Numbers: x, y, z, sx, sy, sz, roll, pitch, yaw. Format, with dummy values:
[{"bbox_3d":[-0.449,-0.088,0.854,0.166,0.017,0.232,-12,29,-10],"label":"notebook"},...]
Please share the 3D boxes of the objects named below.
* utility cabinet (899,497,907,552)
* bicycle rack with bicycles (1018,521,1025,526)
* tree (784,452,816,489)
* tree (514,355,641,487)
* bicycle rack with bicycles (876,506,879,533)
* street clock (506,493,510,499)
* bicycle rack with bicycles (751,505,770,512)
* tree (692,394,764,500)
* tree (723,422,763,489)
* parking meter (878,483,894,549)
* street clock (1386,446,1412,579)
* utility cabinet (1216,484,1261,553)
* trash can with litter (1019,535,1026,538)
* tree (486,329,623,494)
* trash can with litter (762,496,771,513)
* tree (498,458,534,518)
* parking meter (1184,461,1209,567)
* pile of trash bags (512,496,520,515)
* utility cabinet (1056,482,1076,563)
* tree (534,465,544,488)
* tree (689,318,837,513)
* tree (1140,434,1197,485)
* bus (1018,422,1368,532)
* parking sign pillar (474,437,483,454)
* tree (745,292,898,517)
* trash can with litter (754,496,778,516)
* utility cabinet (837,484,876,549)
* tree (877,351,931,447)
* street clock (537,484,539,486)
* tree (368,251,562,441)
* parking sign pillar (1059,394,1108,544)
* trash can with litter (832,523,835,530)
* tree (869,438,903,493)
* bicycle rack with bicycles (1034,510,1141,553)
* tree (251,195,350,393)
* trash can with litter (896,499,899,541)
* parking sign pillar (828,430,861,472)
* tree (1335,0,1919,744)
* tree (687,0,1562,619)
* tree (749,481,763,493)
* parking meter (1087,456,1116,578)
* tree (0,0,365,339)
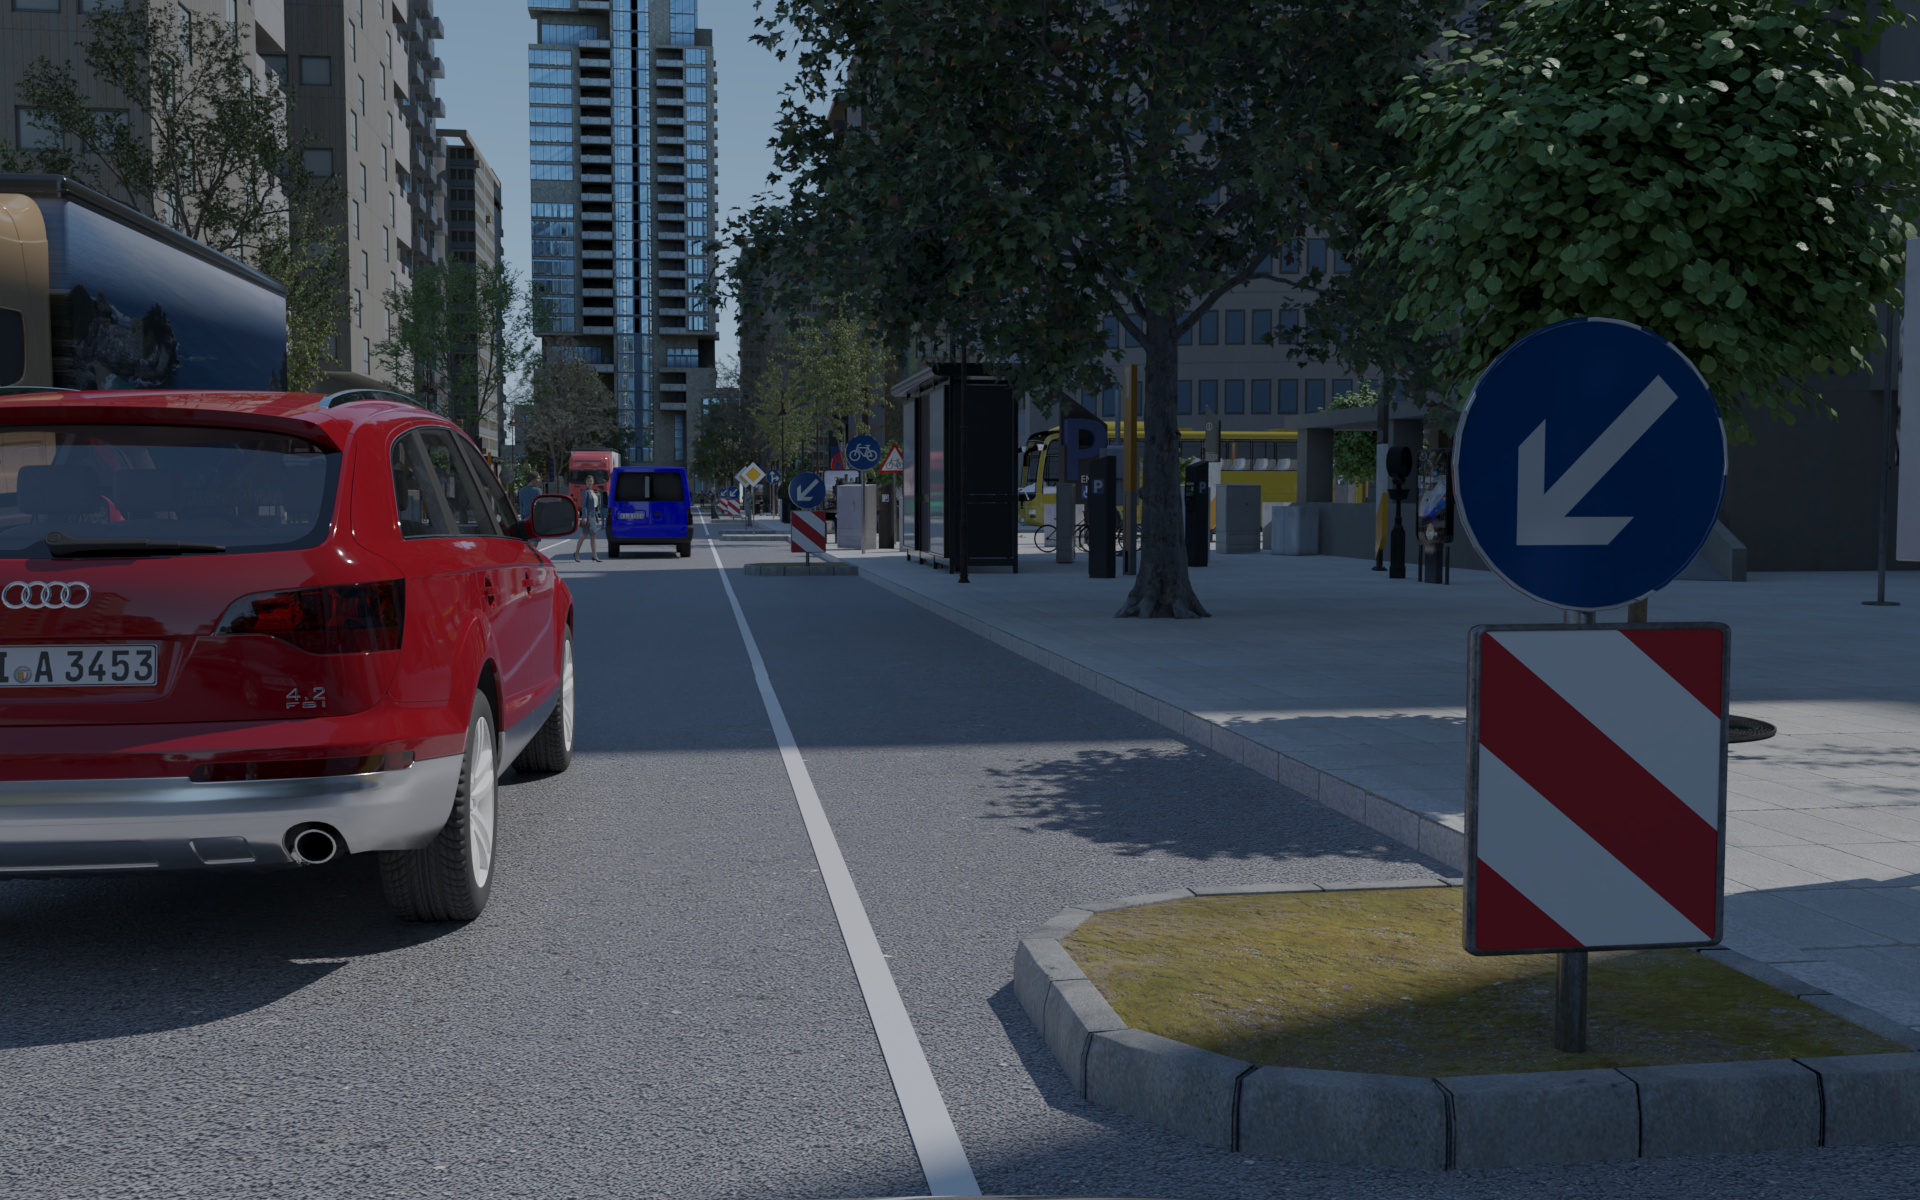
[{"bbox_3d":[-0.926,-1.683,38.676,0.306,1.237,1.020,3,4,38],"label":"utility cabinet"},{"bbox_3d":[3.134,-3.454,69.861,2.925,0.926,2.852,1,4,15],"label":"bicycle rack with bicycles"},{"bbox_3d":[-6.466,-4.773,72.645,1.663,3.219,1.824,0,3,0],"label":"tree"},{"bbox_3d":[-31.558,-13.718,141.290,9.611,12.733,9.660,0,3,0],"label":"tree"},{"bbox_3d":[-1.726,-2.493,54.136,2.852,0.926,2.925,-1,4,-18],"label":"bicycle rack with bicycles"},{"bbox_3d":[-28.517,-6.418,109.502,0.358,2.002,0.471,2,4,27],"label":"street clock"},{"bbox_3d":[-14.303,-6.936,126.787,2.852,0.926,2.925,2,4,27],"label":"bicycle rack with bicycles"},{"bbox_3d":[-23.278,-15.310,176.078,9.928,11.665,9.643,0,3,0],"label":"tree"},{"bbox_3d":[-20.808,-13.280,167.497,4.360,8.622,3.978,0,3,0],"label":"tree"},{"bbox_3d":[-1.729,-1.972,40.655,0.372,1.533,0.369,0,3,0],"label":"parking meter"},{"bbox_3d":[6.653,-1.328,26.281,0.358,2.002,0.471,3,4,38],"label":"street clock"},{"bbox_3d":[6.023,-1.757,37.403,1.173,1.500,0.318,-3,5,-42],"label":"utility cabinet"},{"bbox_3d":[1.185,-2.477,51.563,1.678,1.210,2.233,-2,4,-26],"label":"trash can with litter"},{"bbox_3d":[-29.964,-13.339,128.457,12.009,13.543,11.850,0,3,0],"label":"tree"},{"bbox_3d":[-13.092,-6.565,118.731,1.055,1.170,0.624,2,4,34],"label":"trash can with litter"},{"bbox_3d":[-24.101,-6.047,93.464,1.663,3.219,1.824,0,3,0],"label":"tree"},{"bbox_3d":[4.168,-1.518,30.535,0.399,1.863,0.255,-3,5,-39],"label":"parking meter"},{"bbox_3d":[-27.754,-5.918,106.519,1.912,1.369,3.447,3,4,38],"label":"pile of trash bags"},{"bbox_3d":[1.999,-1.456,32.492,0.318,1.500,1.173,0,4,7],"label":"utility cabinet"},{"bbox_3d":[-24.407,-6.285,97.369,1.663,3.219,1.824,0,3,0],"label":"tree"},{"bbox_3d":[-13.584,-12.842,120.343,12.009,13.543,11.850,0,3,0],"label":"tree"},{"bbox_3d":[5.677,-3.199,46.907,1.663,3.219,1.824,0,3,0],"label":"tree"},{"bbox_3d":[7.878,-4.180,59.894,12.252,3.916,2.896,-1,4,-10],"label":"bus"},{"bbox_3d":[-23.029,-5.671,81.185,1.447,3.967,1.447,-1,4,-13],"label":"parking sign pillar"},{"bbox_3d":[-3.378,-6.064,49.503,4.737,8.622,4.395,0,3,0],"label":"tree"},{"bbox_3d":[-11.015,-5.511,101.164,2.233,1.210,1.678,-1,4,-22],"label":"trash can with litter"},{"bbox_3d":[-2.406,-1.922,40.107,0.318,1.500,1.173,-3,4,-38],"label":"utility cabinet"},{"bbox_3d":[-2.273,-8.292,85.942,4.360,8.622,3.978,0,3,0],"label":"tree"},{"bbox_3d":[-25.149,-5.988,102.469,0.471,2.002,0.358,0,4,-4],"label":"street clock"},{"bbox_3d":[-20.956,-9.019,73.215,9.928,11.665,9.643,0,3,0],"label":"tree"},{"bbox_3d":[3.256,-3.463,45.092,1.447,3.967,1.447,-1,4,-16],"label":"parking sign pillar"},{"bbox_3d":[-4.372,-3.153,62.603,1.678,1.210,2.233,1,4,13],"label":"trash can with litter"},{"bbox_3d":[-3.821,-7.168,100.915,4.285,4.588,4.351,0,3,0],"label":"tree"},{"bbox_3d":[3.376,-1.531,38.410,2.925,0.926,2.852,1,4,21],"label":"bicycle rack with bicycles"},{"bbox_3d":[-16.871,-5.645,42.652,4.737,8.622,4.395,0,3,0],"label":"tree"},{"bbox_3d":[-1.562,-2.162,46.739,0.624,1.170,1.055,3,5,44],"label":"trash can with litter"},{"bbox_3d":[-4.711,-5.041,70.888,1.447,3.967,1.447,-1,4,-14],"label":"parking sign pillar"},{"bbox_3d":[3.646,-1.575,9.471,4.285,4.588,4.351,0,3,0],"label":"tree"},{"bbox_3d":[2.010,-6.168,17.853,9.611,12.733,9.660,0,3,0],"label":"tree"},{"bbox_3d":[-17.320,-9.184,144.757,1.663,3.219,1.824,0,3,0],"label":"tree"},{"bbox_3d":[2.166,-1.269,26.463,0.399,1.863,0.255,3,4,38],"label":"parking meter"},{"bbox_3d":[-14.995,-5.973,32.065,8.767,10.594,7.601,0,4,0],"label":"tree"}]
